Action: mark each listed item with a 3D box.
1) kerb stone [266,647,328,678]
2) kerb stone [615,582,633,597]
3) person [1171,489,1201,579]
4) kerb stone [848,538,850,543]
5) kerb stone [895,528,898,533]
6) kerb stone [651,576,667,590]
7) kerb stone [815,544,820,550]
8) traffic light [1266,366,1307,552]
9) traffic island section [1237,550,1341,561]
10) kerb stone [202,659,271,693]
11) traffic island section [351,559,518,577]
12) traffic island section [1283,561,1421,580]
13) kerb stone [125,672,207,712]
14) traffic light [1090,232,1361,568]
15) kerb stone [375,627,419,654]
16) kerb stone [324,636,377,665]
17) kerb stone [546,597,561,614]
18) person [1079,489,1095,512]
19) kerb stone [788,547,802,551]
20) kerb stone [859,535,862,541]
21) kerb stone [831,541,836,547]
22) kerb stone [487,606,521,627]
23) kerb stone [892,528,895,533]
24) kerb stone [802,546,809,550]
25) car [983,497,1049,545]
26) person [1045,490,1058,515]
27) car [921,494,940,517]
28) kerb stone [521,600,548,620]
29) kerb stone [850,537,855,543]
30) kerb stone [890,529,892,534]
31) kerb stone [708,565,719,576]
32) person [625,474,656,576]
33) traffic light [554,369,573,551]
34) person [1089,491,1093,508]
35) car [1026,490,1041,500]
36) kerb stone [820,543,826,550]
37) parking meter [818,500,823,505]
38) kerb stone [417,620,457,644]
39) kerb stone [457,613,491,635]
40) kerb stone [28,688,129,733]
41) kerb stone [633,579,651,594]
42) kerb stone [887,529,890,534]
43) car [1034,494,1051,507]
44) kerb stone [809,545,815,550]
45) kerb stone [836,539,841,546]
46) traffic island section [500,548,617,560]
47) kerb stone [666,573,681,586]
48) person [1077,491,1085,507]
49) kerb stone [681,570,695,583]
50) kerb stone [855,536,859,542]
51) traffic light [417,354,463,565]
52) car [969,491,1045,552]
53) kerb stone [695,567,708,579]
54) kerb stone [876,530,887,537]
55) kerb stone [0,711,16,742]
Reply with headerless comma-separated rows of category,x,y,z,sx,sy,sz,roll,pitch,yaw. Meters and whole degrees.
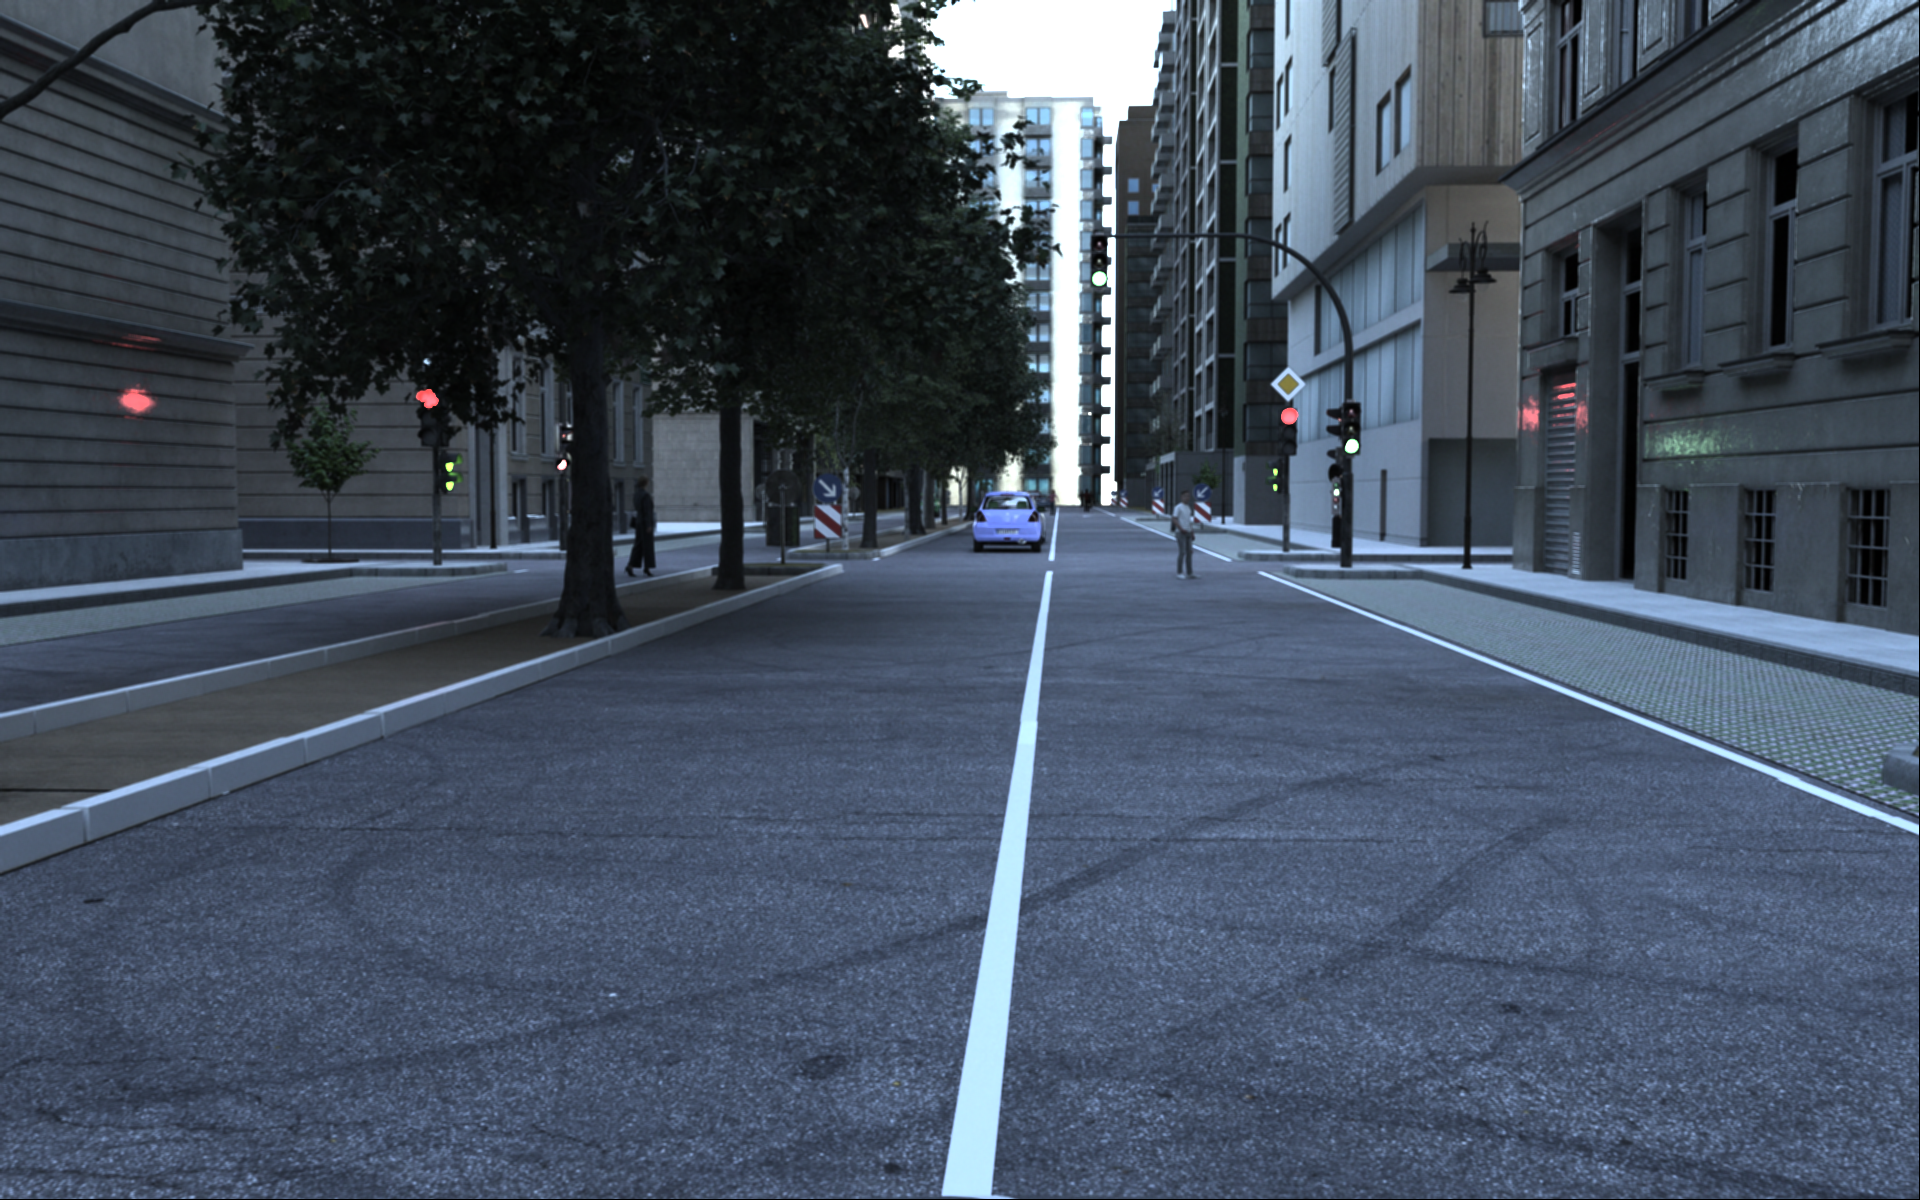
kerb stone,-5.348,0.514,13.849,0.120,0.150,1.000,0,4,3
kerb stone,-4.762,-0.115,24.072,0.120,0.150,1.000,0,4,3
person,3.810,-1.112,29.278,0.523,1.515,0.503,1,4,13
kerb stone,-3.310,-1.650,49.188,0.120,0.150,1.000,0,4,3
kerb stone,-2.488,-2.521,63.510,0.120,0.150,1.000,0,4,3
kerb stone,-4.637,-0.240,26.116,0.120,0.150,1.000,0,4,3
kerb stone,-3.660,-1.273,43.048,0.120,0.150,1.000,0,4,3
traffic light,7.191,-3.013,38.177,0.839,4.253,0.868,0,4,3
traffic island section,7.230,-0.979,38.289,2.009,0.180,2.903,0,4,3
kerb stone,-5.412,0.575,12.829,0.120,0.150,1.000,0,4,3
traffic island section,-9.443,-0.549,31.253,2.009,0.180,2.903,0,4,3
traffic island section,6.771,-0.491,30.317,2.009,0.180,2.903,0,4,3
kerb stone,-5.460,0.635,11.808,0.120,0.150,1.000,0,4,3
traffic light,4.638,-3.395,30.184,4.771,5.953,1.251,0,4,3
kerb stone,-5.230,0.387,15.889,0.120,0.150,1.000,0,4,3
kerb stone,-5.283,0.450,14.869,0.120,0.150,1.000,0,4,3
kerb stone,-4.931,0.072,21.011,0.120,0.150,1.000,0,4,3
person,10.109,-7.919,137.935,1.348,1.831,0.705,2,4,26
kerb stone,-3.838,-1.087,39.974,0.120,0.150,1.000,0,4,3
kerb stone,-3.126,-1.839,52.258,0.120,0.150,1.000,0,4,3
kerb stone,-3.485,-1.464,46.126,0.120,0.150,1.000,0,4,3
kerb stone,-5.049,0.198,18.962,0.120,0.150,1.000,0,4,3
kerb stone,-2.545,-2.464,62.487,0.120,0.150,1.000,0,4,3
kerb stone,-3.778,-1.147,40.998,0.120,0.150,1.000,0,4,3
car,1.538,-2.339,50.612,2.083,1.381,4.827,0,4,4
person,6.202,-6.588,116.935,1.217,1.743,0.721,3,5,45
car,-2.178,-6.032,107.425,1.959,1.807,4.718,0,4,2
kerb stone,-4.991,0.137,19.982,0.120,0.150,1.000,0,4,3
kerb stone,-3.250,-1.713,50.209,0.120,0.150,1.000,0,4,3
kerb stone,-2.600,-2.399,61.463,0.120,0.150,1.000,0,4,3
kerb stone,-4.399,-0.490,30.203,0.120,0.150,1.000,0,4,3
person,-5.531,-1.299,30.156,0.576,1.772,0.534,2,4,28
traffic light,-6.851,-3.935,39.003,4.771,5.953,1.251,0,4,3
person,12.952,-10.016,172.970,0.721,1.735,1.217,3,5,41
car,7.694,-10.558,181.299,2.281,1.827,5.304,0,4,2
kerb stone,-3.602,-1.338,44.073,0.120,0.150,1.000,0,4,3
parking meter,-9.101,-6.411,113.236,0.372,1.533,0.369,0,3,0
kerb stone,-5.169,0.323,16.916,0.120,0.150,1.000,0,4,3
kerb stone,-5.105,0.273,17.942,0.120,0.150,1.000,0,4,3
kerb stone,-5.517,0.698,10.787,0.120,0.150,1.000,0,4,3
kerb stone,-4.692,-0.177,25.092,0.120,0.150,1.000,0,4,3
kerb stone,-2.655,-2.336,60.442,0.120,0.150,1.000,0,4,3
car,7.979,-9.320,164.379,2.014,1.417,4.499,0,4,3
kerb stone,-3.719,-1.213,42.023,0.120,0.150,1.000,0,4,3
kerb stone,-3.430,-1.524,47.147,0.120,0.150,1.000,0,4,3
traffic island section,-8.984,-1.036,39.224,2.009,0.180,2.903,0,4,3
kerb stone,-4.577,-0.302,27.136,0.120,0.150,1.000,0,4,3
person,13.584,-11.296,193.215,0.705,1.821,1.348,-2,4,-32
kerb stone,-4.517,-0.365,28.157,0.120,0.150,1.000,0,4,3
kerb stone,-3.186,-1.775,51.237,0.120,0.150,1.000,0,4,3
traffic light,-9.404,-2.581,31.116,0.839,4.253,0.868,0,4,3
car,1.197,-2.097,43.874,1.945,1.707,3.694,0,4,1
kerb stone,-4.457,-0.427,29.183,0.120,0.150,1.000,0,4,3
kerb stone,-2.713,-2.277,59.421,0.120,0.150,1.000,0,4,3
kerb stone,-5.573,0.760,9.762,0.120,0.150,1.000,0,4,3
